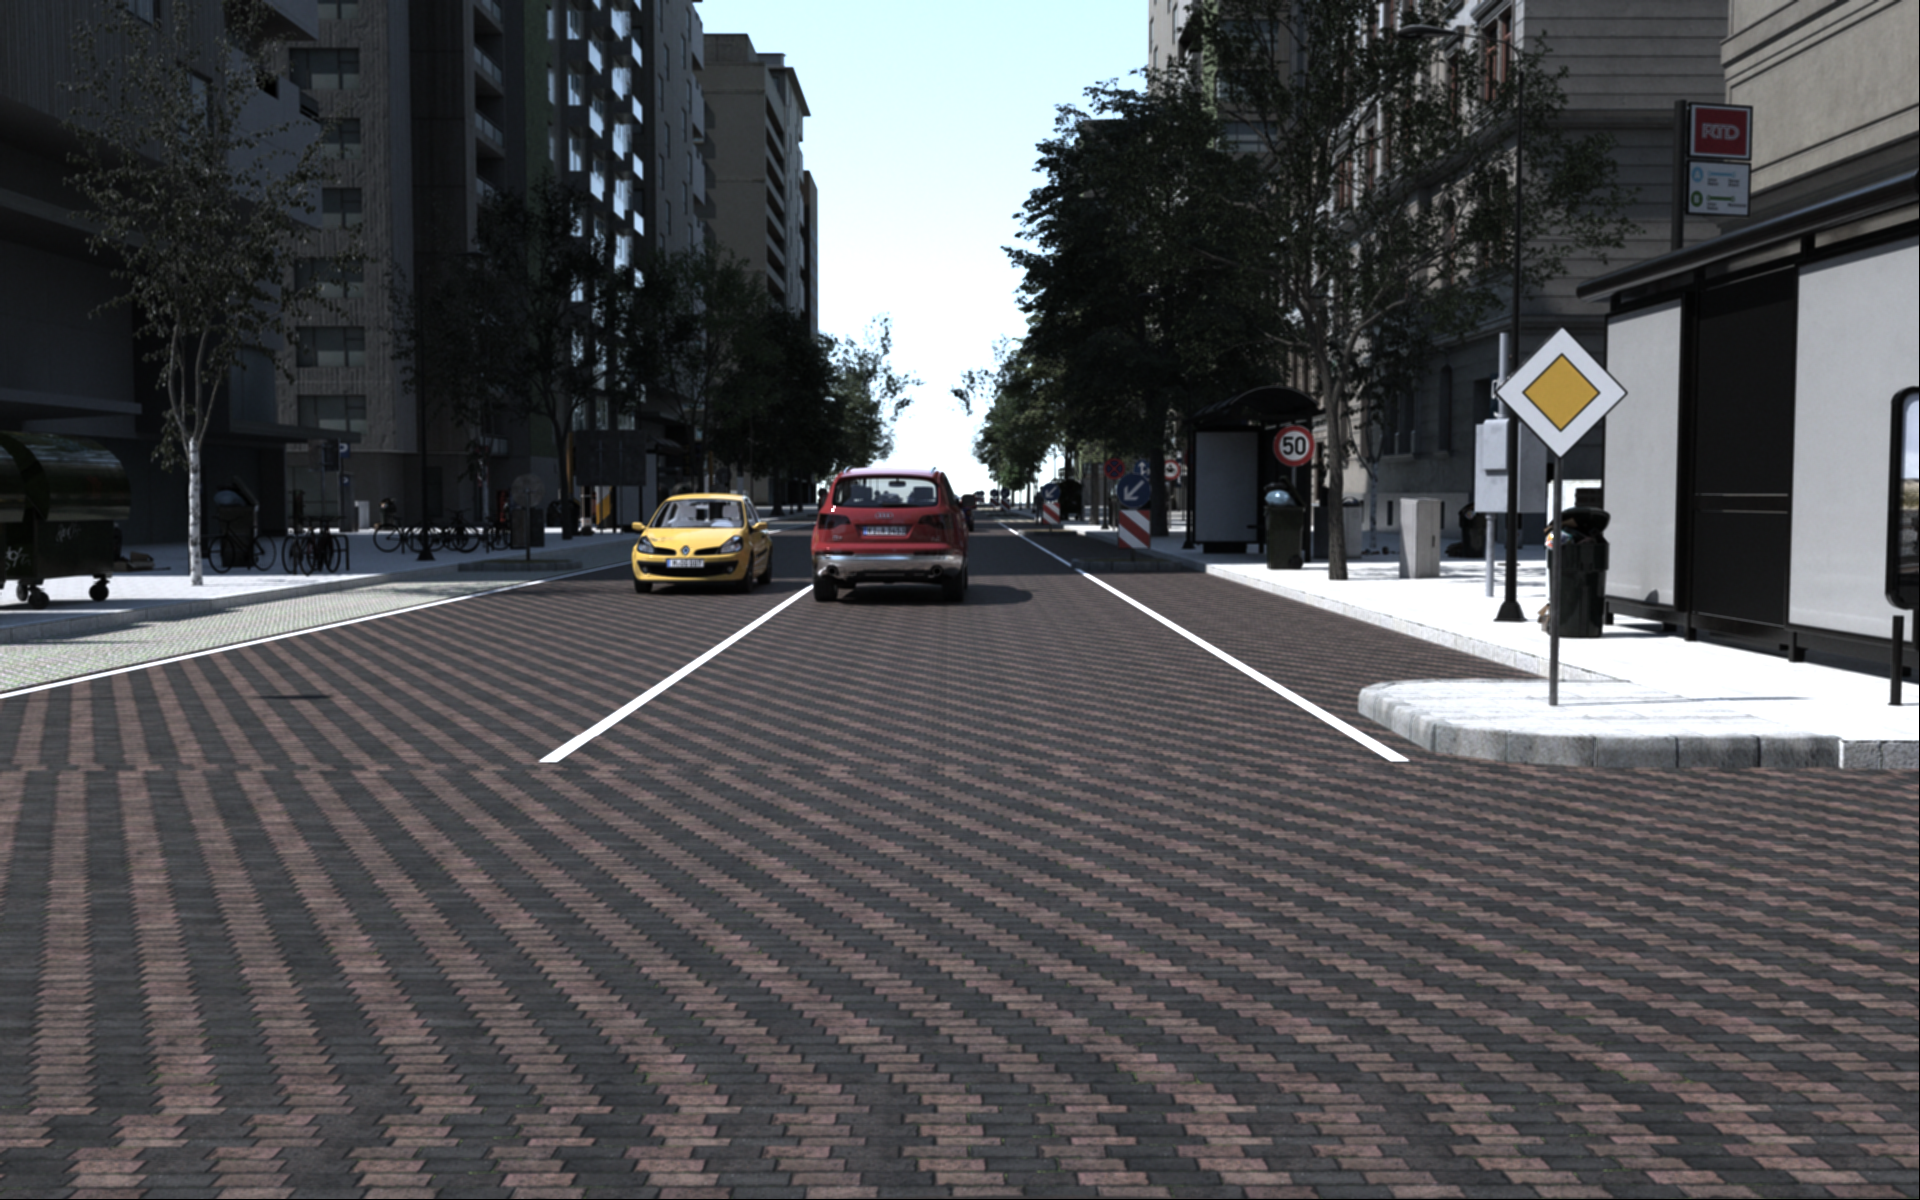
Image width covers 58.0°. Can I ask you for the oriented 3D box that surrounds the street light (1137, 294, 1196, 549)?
[{"bbox_3d":[4.800,-4.144,40.288,1.470,5.913,1.316,0,4,0],"label":"street light"}]

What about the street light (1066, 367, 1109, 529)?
[{"bbox_3d":[4.724,-5.516,62.720,1.470,5.913,1.316,0,4,0],"label":"street light"}]

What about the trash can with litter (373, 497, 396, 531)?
[{"bbox_3d":[-20.155,-3.003,60.491,1.055,1.170,0.624,3,5,40],"label":"trash can with litter"}]

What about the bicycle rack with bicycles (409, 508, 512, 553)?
[{"bbox_3d":[-11.458,-1.524,38.303,2.925,0.926,2.852,-1,4,-10],"label":"bicycle rack with bicycles"}]

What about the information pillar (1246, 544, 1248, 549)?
[{"bbox_3d":[6.563,-2.203,40.519,0.304,2.012,0.304,1,4,20],"label":"information pillar"}]

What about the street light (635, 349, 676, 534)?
[{"bbox_3d":[-9.751,-5.086,55.700,1.470,5.913,1.316,0,4,0],"label":"street light"}]

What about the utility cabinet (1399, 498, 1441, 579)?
[{"bbox_3d":[7.081,-0.945,26.616,0.306,1.237,1.020,2,4,35],"label":"utility cabinet"}]

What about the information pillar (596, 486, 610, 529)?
[{"bbox_3d":[-12.991,-4.379,62.952,0.504,3.616,0.183,-2,4,-26],"label":"information pillar"}]

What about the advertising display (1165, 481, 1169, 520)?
[{"bbox_3d":[10.035,-4.869,84.827,0.123,1.923,0.974,3,4,37],"label":"advertising display"}]

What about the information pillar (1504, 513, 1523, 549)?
[{"bbox_3d":[12.961,-2.202,40.500,0.304,2.012,0.304,-1,4,-17],"label":"information pillar"}]

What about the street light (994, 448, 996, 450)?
[{"bbox_3d":[4.186,-12.461,176.270,1.470,5.913,1.316,0,4,0],"label":"street light"}]

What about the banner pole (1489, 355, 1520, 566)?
[{"bbox_3d":[9.803,-2.524,31.289,0.401,3.779,0.863,-1,4,-20],"label":"banner pole"}]

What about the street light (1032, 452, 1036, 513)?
[{"bbox_3d":[4.623,-7.440,94.189,1.470,5.913,1.316,0,4,0],"label":"street light"}]

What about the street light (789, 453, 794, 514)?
[{"bbox_3d":[-10.190,-8.418,110.181,1.470,5.913,1.316,0,4,0],"label":"street light"}]

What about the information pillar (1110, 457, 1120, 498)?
[{"bbox_3d":[6.797,-5.179,76.037,0.504,3.616,0.183,1,4,11],"label":"information pillar"}]

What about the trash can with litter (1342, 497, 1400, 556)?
[{"bbox_3d":[8.672,-1.585,36.973,2.233,1.210,1.678,-2,4,-32],"label":"trash can with litter"}]

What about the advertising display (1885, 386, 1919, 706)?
[{"bbox_3d":[6.096,-0.315,10.368,0.974,1.923,0.123,1,4,14],"label":"advertising display"}]

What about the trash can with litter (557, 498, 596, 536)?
[{"bbox_3d":[-11.756,-2.550,53.075,0.624,1.170,1.055,3,5,42],"label":"trash can with litter"}]

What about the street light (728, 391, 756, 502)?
[{"bbox_3d":[-9.896,-6.458,78.132,1.470,5.913,1.316,0,4,0],"label":"street light"}]

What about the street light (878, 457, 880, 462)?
[{"bbox_3d":[-10.632,-14.854,215.400,1.470,5.913,1.316,0,4,0],"label":"street light"}]

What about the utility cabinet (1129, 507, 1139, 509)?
[{"bbox_3d":[6.152,-2.862,57.962,1.020,1.237,0.306,-2,4,-28],"label":"utility cabinet"}]

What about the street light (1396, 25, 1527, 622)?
[{"bbox_3d":[5.023,-2.740,17.335,1.470,5.913,1.316,0,4,0],"label":"street light"}]

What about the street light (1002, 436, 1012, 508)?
[{"bbox_3d":[4.320,-10.195,139.229,1.470,5.913,1.316,0,4,0],"label":"street light"}]

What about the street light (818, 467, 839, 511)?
[{"bbox_3d":[-10.242,-9.841,133.442,1.470,5.913,1.316,0,4,0],"label":"street light"}]

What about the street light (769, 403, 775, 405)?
[{"bbox_3d":[-10.023,-7.046,87.749,1.470,5.913,1.316,0,4,0],"label":"street light"}]

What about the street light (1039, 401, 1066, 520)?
[{"bbox_3d":[4.714,-6.912,85.552,1.470,5.913,1.316,0,4,0],"label":"street light"}]

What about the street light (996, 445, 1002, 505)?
[{"bbox_3d":[4.328,-11.594,162.108,1.470,5.913,1.316,0,4,0],"label":"street light"}]

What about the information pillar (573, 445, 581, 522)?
[{"bbox_3d":[-17.424,-5.319,78.317,0.504,3.616,0.183,-1,4,-13],"label":"information pillar"}]

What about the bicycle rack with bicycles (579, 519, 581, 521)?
[{"bbox_3d":[-18.902,-4.079,80.073,2.925,0.926,2.852,0,4,-5],"label":"bicycle rack with bicycles"}]

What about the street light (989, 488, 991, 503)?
[{"bbox_3d":[3.942,-13.832,198.701,1.470,5.913,1.316,0,4,0],"label":"street light"}]

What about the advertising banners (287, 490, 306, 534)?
[{"bbox_3d":[-21.440,-3.585,54.806,0.090,3.025,2.074,1,4,17],"label":"advertising banners"}]

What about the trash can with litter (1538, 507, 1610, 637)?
[{"bbox_3d":[5.510,-0.270,15.796,0.624,1.170,1.055,0,4,3],"label":"trash can with litter"}]

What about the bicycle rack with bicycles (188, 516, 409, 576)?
[{"bbox_3d":[-11.125,-0.923,28.470,2.852,0.926,2.925,1,4,8],"label":"bicycle rack with bicycles"}]

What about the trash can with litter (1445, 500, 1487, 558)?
[{"bbox_3d":[10.201,-1.446,35.022,0.624,1.170,1.055,-1,4,-21],"label":"trash can with litter"}]

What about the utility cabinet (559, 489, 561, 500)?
[{"bbox_3d":[-19.292,-4.559,83.215,1.173,1.500,0.318,0,4,3],"label":"utility cabinet"}]

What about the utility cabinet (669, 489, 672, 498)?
[{"bbox_3d":[-12.875,-4.356,79.898,1.173,1.500,0.318,2,4,30],"label":"utility cabinet"}]

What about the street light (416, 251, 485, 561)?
[{"bbox_3d":[-9.774,-3.714,33.266,1.470,5.913,1.316,0,4,0],"label":"street light"}]

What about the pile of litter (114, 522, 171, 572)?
[{"bbox_3d":[-13.989,-0.909,28.829,1.719,0.858,1.176,-3,5,-43],"label":"pile of litter"}]

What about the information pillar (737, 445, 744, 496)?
[{"bbox_3d":[-10.552,-5.618,83.217,0.183,3.616,0.504,-3,4,-37],"label":"information pillar"}]

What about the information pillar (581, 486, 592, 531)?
[{"bbox_3d":[-13.011,-3.413,60.290,0.304,2.012,0.304,-2,4,-28],"label":"information pillar"}]

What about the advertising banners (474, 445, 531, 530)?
[{"bbox_3d":[-16.377,-4.036,62.176,2.074,3.025,0.090,0,4,-5],"label":"advertising banners"}]

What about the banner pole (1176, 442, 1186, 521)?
[{"bbox_3d":[10.580,-5.685,82.960,0.401,3.779,0.863,-2,4,-28],"label":"banner pole"}]

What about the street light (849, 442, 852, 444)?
[{"bbox_3d":[-10.373,-11.213,155.874,1.470,5.913,1.316,0,4,0],"label":"street light"}]

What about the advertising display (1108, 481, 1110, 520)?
[{"bbox_3d":[7.720,-4.864,84.743,0.974,1.923,0.123,0,4,1],"label":"advertising display"}]

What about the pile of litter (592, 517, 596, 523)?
[{"bbox_3d":[-15.713,-3.783,75.825,1.719,0.858,1.176,1,4,22],"label":"pile of litter"}]

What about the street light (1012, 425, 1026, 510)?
[{"bbox_3d":[4.449,-8.823,116.797,1.470,5.913,1.316,0,4,0],"label":"street light"}]
